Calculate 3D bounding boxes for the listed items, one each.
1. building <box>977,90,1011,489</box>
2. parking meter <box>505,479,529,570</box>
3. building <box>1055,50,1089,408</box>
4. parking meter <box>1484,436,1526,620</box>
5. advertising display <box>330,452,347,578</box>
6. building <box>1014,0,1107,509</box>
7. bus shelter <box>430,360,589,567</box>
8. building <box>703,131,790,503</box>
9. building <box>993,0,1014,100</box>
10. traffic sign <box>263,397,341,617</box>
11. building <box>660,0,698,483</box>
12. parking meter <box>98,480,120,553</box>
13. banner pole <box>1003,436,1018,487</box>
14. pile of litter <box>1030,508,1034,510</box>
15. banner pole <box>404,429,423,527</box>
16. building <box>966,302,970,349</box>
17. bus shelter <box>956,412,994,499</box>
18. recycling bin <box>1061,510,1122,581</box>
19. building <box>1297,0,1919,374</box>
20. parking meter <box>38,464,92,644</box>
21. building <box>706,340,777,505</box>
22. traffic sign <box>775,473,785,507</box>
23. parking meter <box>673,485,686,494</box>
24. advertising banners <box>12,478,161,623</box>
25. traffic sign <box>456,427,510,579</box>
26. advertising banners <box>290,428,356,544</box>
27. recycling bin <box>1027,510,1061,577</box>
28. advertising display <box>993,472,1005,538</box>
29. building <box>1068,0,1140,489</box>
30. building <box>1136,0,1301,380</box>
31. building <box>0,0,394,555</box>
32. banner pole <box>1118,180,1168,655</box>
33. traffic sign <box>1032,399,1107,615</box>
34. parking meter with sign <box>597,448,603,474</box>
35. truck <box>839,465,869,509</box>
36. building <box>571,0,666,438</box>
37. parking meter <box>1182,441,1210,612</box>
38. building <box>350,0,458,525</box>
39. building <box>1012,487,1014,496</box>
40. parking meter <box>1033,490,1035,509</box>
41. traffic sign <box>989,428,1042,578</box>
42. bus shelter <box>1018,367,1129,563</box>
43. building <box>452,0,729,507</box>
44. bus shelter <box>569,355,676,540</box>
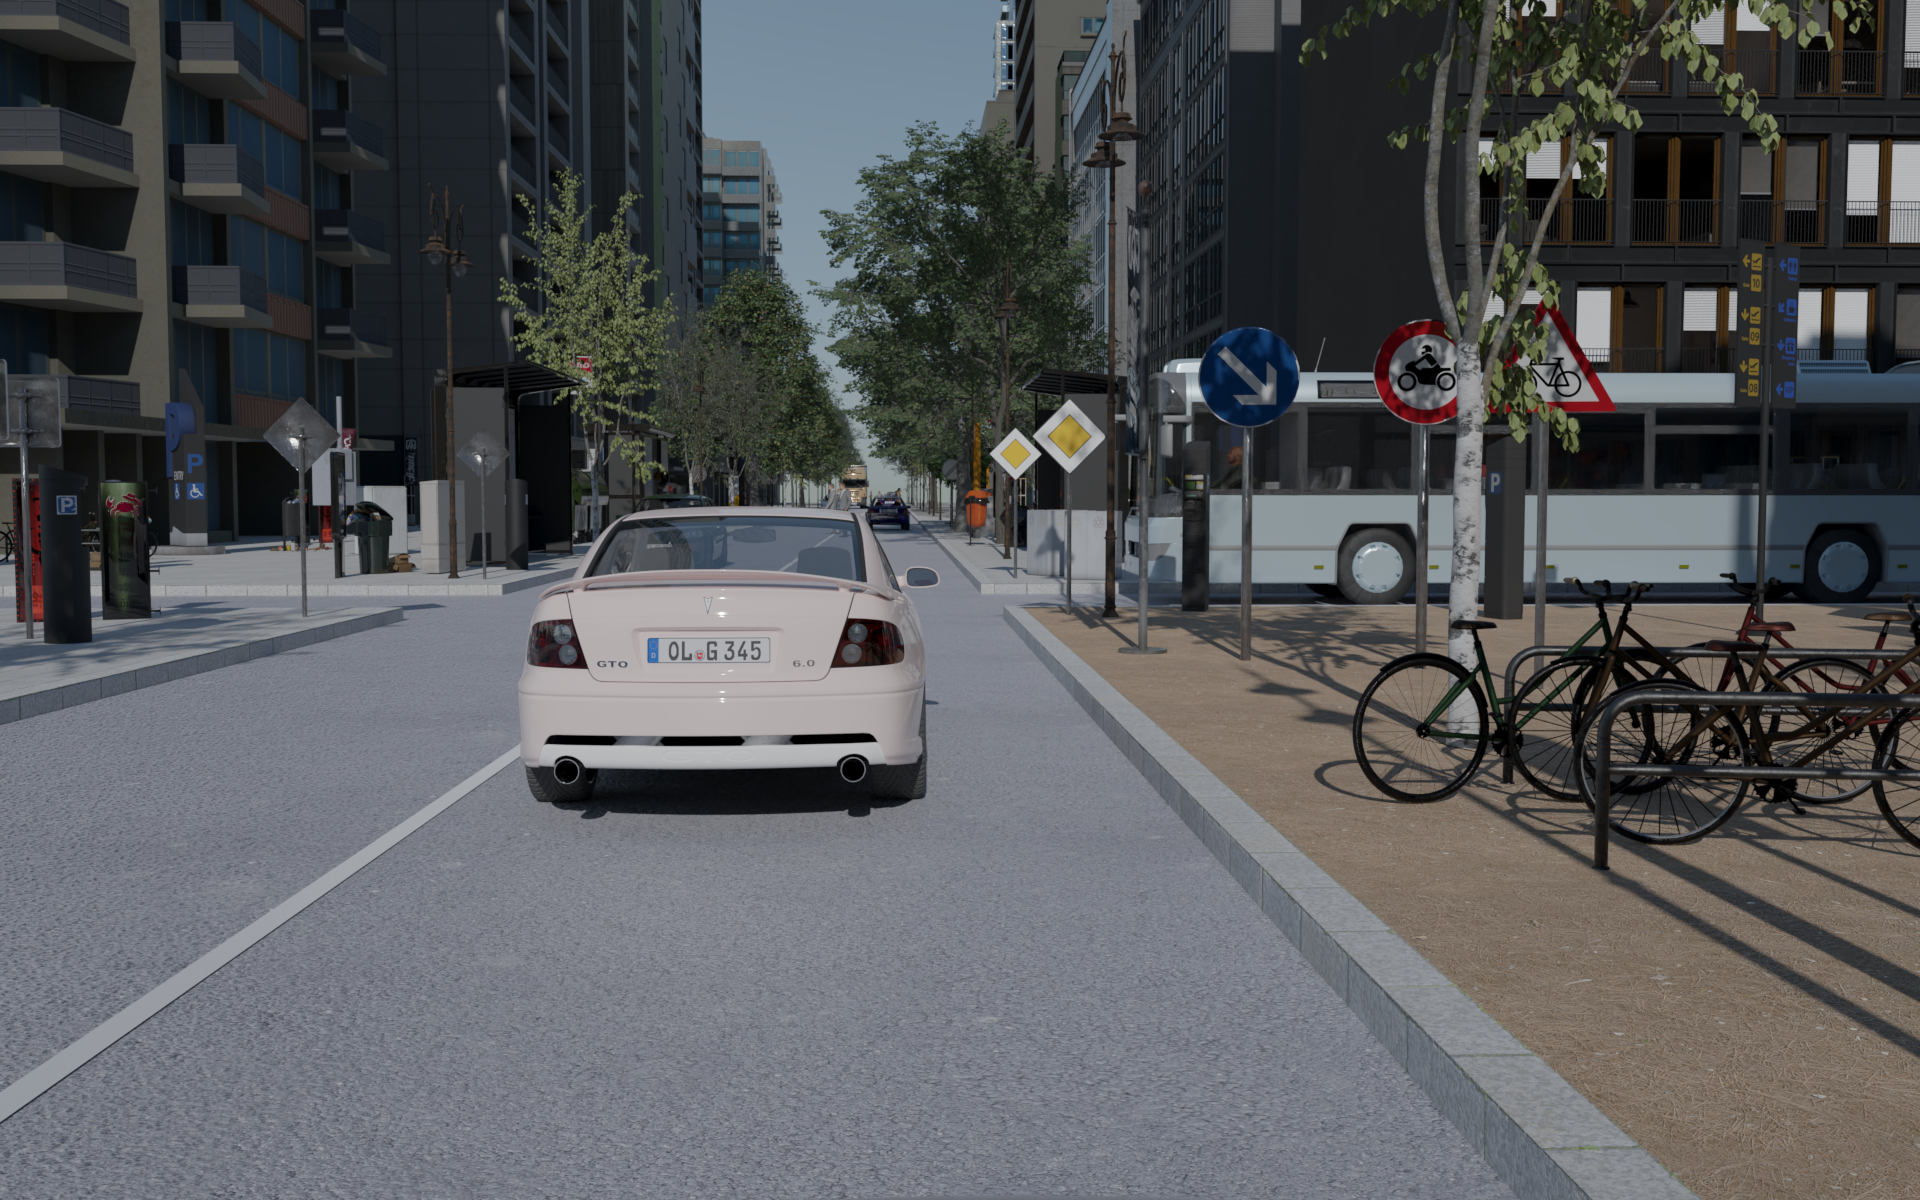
[{"bbox_3d":[13.208,-35.545,204.854,21.300,48.544,21.600,0,4,-2],"label":"building"},{"bbox_3d":[-7.503,-1.278,29.307,0.372,1.533,0.369,0,3,0],"label":"parking meter"},{"bbox_3d":[13.198,-21.117,116.970,14.160,30.474,14.107,0,4,-2],"label":"building"},{"bbox_3d":[5.602,-0.741,17.820,0.255,1.863,0.399,-1,4,-16],"label":"parking meter"},{"bbox_3d":[-9.580,-1.315,26.710,0.123,1.923,0.974,-1,4,-13],"label":"advertising display"},{"bbox_3d":[15.566,-31.251,134.660,21.300,48.544,21.600,0,4,-2],"label":"building"},{"bbox_3d":[-8.534,-2.574,33.371,1.731,3.624,6.357,0,4,-2],"label":"bus shelter"},{"bbox_3d":[-35.619,-37.661,235.369,23.786,49.044,30.456,0,4,-2],"label":"building"},{"bbox_3d":[13.221,-56.112,230.094,22.319,86.520,31.000,0,4,-2],"label":"building"},{"bbox_3d":[-6.837,-0.879,18.019,0.795,2.450,0.064,0,4,-2],"label":"traffic sign"},{"bbox_3d":[-34.094,-32.921,127.499,28.713,52.752,27.495,0,4,-2],"label":"building"},{"bbox_3d":[-14.934,-1.349,30.469,0.372,1.533,0.369,0,3,0],"label":"parking meter"},{"bbox_3d":[2.090,-5.058,72.714,0.863,3.779,0.401,2,4,25],"label":"banner pole"},{"bbox_3d":[2.408,-2.508,54.965,1.176,0.858,1.719,-2,4,-34],"label":"pile of litter"},{"bbox_3d":[-20.980,-4.696,66.789,0.863,3.779,0.401,-1,4,-17],"label":"banner pole"},{"bbox_3d":[7.429,-29.505,254.109,14.160,30.474,14.107,0,4,-2],"label":"building"},{"bbox_3d":[0.718,-6.413,82.479,2.179,5.291,8.768,0,4,-2],"label":"bus shelter"},{"bbox_3d":[2.008,-0.826,26.064,0.722,1.027,0.722,1,4,21],"label":"recycling bin"},{"bbox_3d":[17.137,-12.866,40.043,15.834,23.373,12.332,0,4,-2],"label":"building"},{"bbox_3d":[-7.717,-0.400,14.943,0.372,1.533,0.369,0,3,0],"label":"parking meter"},{"bbox_3d":[-36.513,-22.089,206.200,27.650,21.520,28.899,0,4,-2],"label":"building"},{"bbox_3d":[-10.263,-5.968,97.680,0.768,2.556,0.104,0,4,2],"label":"traffic sign"},{"bbox_3d":[-8.112,-2.551,50.113,0.372,1.533,0.369,0,3,0],"label":"parking meter"},{"bbox_3d":[-9.161,-1.291,17.291,2.074,3.025,0.090,-2,4,-28],"label":"advertising banners"},{"bbox_3d":[-7.149,-1.367,25.998,0.795,2.450,0.064,0,4,-2],"label":"traffic sign"},{"bbox_3d":[-16.614,-3.003,45.292,0.090,3.025,2.074,2,4,31],"label":"advertising banners"},{"bbox_3d":[1.532,-0.903,27.325,0.722,1.027,0.722,-2,4,-28],"label":"recycling bin"},{"bbox_3d":[1.196,-2.792,50.856,0.123,1.923,0.974,1,4,22],"label":"advertising display"},{"bbox_3d":[12.740,-16.744,91.779,12.078,24.808,19.932,0,4,-2],"label":"building"},{"bbox_3d":[15.707,-16.902,69.854,14.314,27.812,24.014,0,4,-2],"label":"building"},{"bbox_3d":[-29.185,-24.028,47.482,22.147,44.769,28.867,0,4,-2],"label":"building"},{"bbox_3d":[1.406,-1.449,13.704,0.401,3.779,0.863,1,4,19],"label":"banner pole"},{"bbox_3d":[1.152,-0.897,18.309,0.795,2.450,0.064,0,4,-2],"label":"traffic sign"},{"bbox_3d":[-13.538,-4.075,62.887,1.738,3.016,0.543,-3,5,-42],"label":"parking meter with sign"},{"bbox_3d":[-10.304,-11.023,169.140,2.839,4.237,11.283,0,4,-3],"label":"truck"},{"bbox_3d":[-26.311,-25.920,107.387,14.154,41.232,14.086,0,4,-2],"label":"building"},{"bbox_3d":[2.590,-0.813,19.005,0.255,1.863,0.399,1,4,16],"label":"parking meter"},{"bbox_3d":[-26.918,-39.218,79.467,20.563,71.187,20.611,0,4,-2],"label":"building"},{"bbox_3d":[20.518,-28.501,157.878,32.217,40.220,23.993,0,4,-2],"label":"building"},{"bbox_3d":[3.731,-4.617,83.896,0.372,1.533,0.369,0,3,0],"label":"parking meter"},{"bbox_3d":[0.840,-1.385,26.289,0.795,2.450,0.064,0,4,-2],"label":"traffic sign"},{"bbox_3d":[2.261,-2.688,35.230,1.731,3.624,6.357,0,4,-2],"label":"bus shelter"},{"bbox_3d":[-31.008,-43.599,151.090,20.563,71.187,20.611,0,4,-2],"label":"building"},{"bbox_3d":[-10.321,-4.601,52.864,2.179,5.291,8.768,0,4,-2],"label":"bus shelter"}]
